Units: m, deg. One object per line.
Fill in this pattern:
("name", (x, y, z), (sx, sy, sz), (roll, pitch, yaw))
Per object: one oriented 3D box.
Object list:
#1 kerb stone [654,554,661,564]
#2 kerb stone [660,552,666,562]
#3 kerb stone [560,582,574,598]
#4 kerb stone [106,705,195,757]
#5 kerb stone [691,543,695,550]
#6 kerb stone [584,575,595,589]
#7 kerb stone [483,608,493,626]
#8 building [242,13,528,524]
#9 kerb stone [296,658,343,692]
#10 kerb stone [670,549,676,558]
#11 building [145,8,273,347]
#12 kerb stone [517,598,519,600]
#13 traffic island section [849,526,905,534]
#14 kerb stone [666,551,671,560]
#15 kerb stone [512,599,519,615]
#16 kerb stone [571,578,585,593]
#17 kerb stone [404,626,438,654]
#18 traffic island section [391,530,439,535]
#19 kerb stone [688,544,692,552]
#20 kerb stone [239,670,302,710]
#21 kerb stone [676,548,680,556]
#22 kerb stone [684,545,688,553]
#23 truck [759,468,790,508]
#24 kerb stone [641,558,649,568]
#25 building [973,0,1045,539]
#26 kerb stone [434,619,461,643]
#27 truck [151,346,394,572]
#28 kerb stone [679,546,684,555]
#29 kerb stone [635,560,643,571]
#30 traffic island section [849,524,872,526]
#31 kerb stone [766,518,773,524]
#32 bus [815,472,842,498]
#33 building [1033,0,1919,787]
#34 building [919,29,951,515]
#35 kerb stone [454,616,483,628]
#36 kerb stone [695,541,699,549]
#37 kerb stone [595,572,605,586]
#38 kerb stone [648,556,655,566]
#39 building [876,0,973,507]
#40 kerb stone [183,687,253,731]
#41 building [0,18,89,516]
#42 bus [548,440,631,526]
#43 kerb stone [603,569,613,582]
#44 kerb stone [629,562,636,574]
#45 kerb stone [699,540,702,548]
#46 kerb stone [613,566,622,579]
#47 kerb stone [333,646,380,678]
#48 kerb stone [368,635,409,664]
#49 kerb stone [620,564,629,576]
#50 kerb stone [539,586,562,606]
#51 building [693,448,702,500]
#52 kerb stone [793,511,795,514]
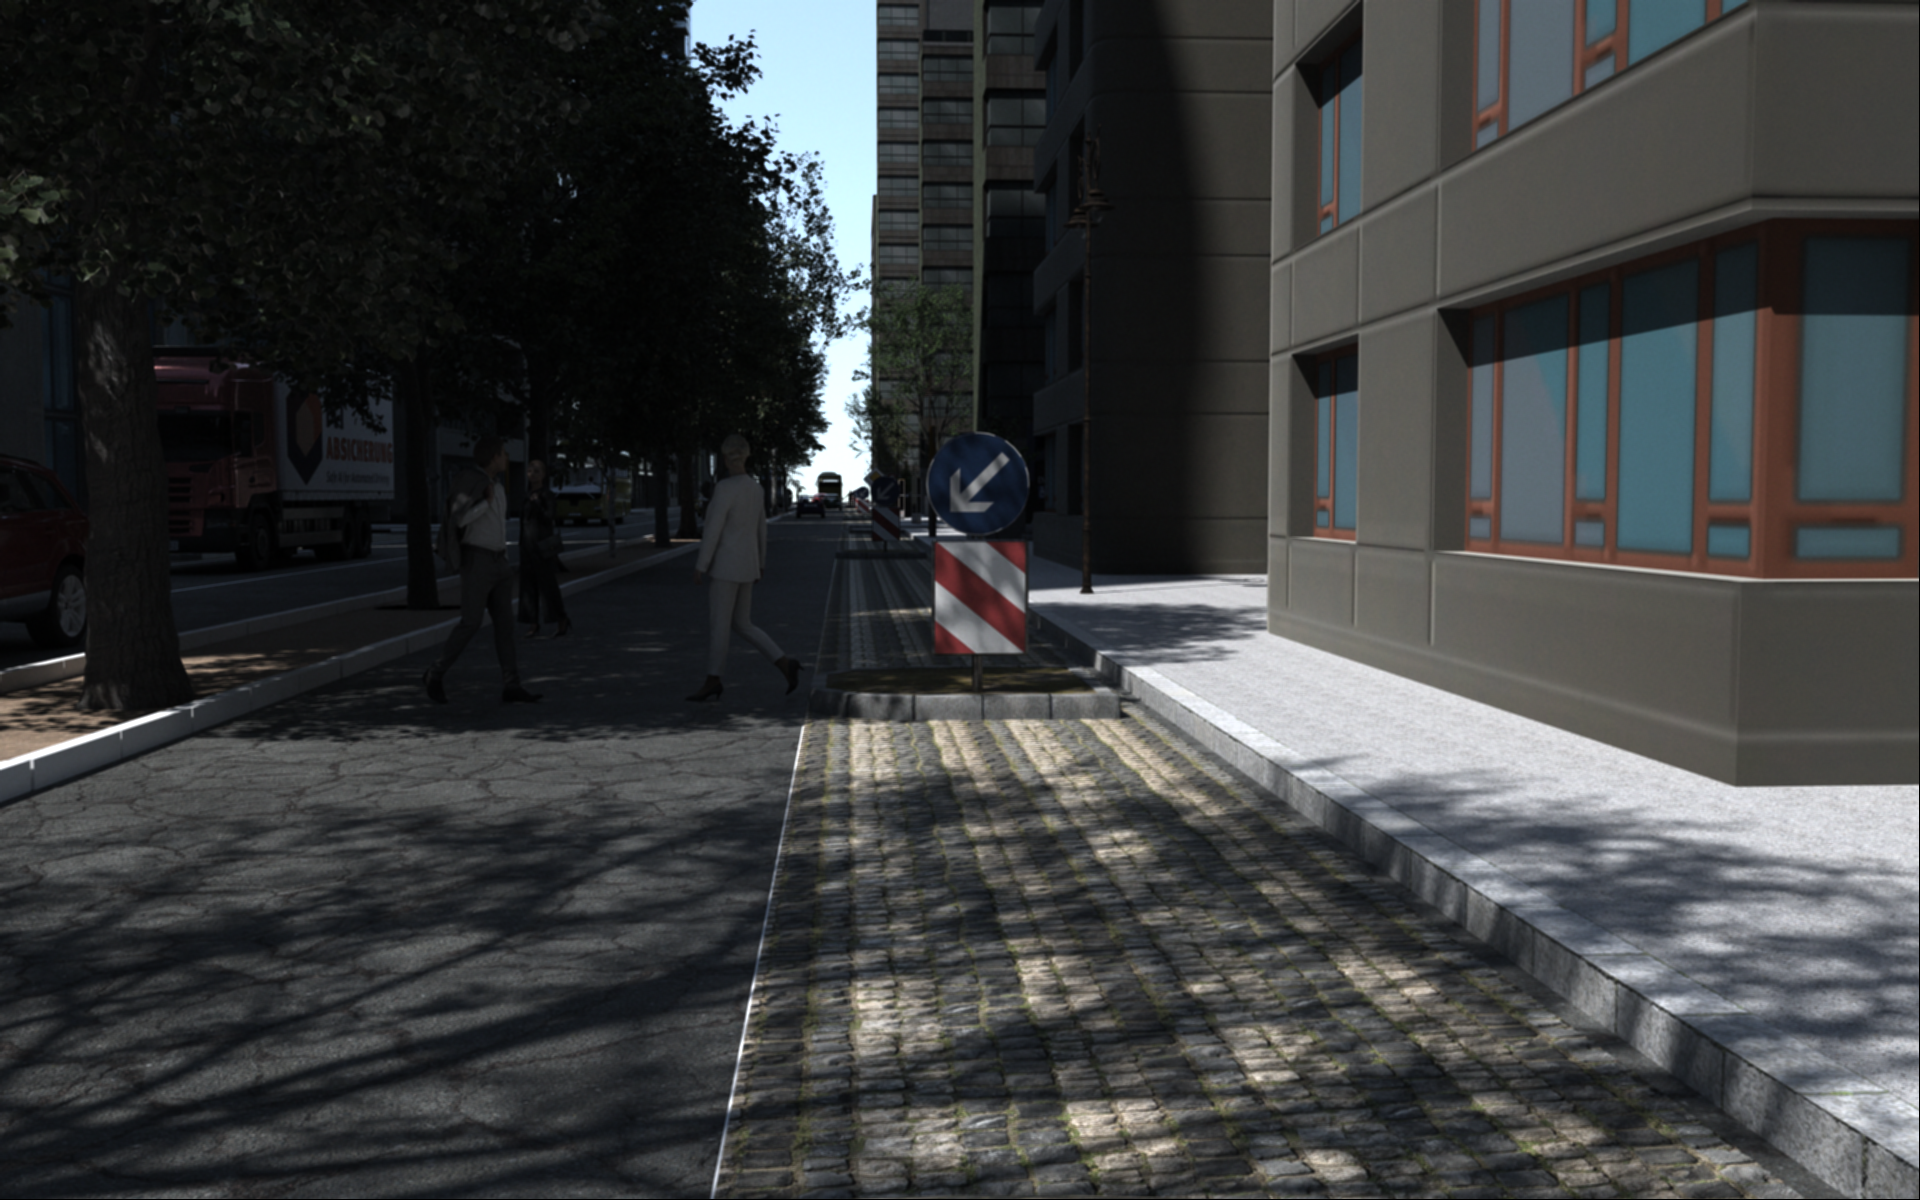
("kerb stone", (-6.296, -0.805, 35.455), (0.120, 0.150, 1.000), (0, 4, -4))
("kerb stone", (-6.354, -0.873, 36.476), (0.120, 0.150, 1.000), (0, 4, -4))
("kerb stone", (-5.562, -0.116, 24.191), (0.120, 0.150, 1.000), (0, 4, -4))
("kerb stone", (-4.636, 0.753, 9.887), (0.120, 0.150, 1.000), (0, 4, -4))
("kerb stone", (-6.834, -1.311, 43.632), (0.120, 0.150, 1.000), (0, 4, -4))
("kerb stone", (-5.699, -0.247, 26.240), (0.120, 0.150, 1.000), (0, 4, -4))
("kerb stone", (-5.238, 0.192, 19.076), (0.120, 0.150, 1.000), (0, 4, -4))
("building", (-33.393, -28.002, 81.534), (21.300, 48.544, 21.600), (0, 4, -4))
("kerb stone", (-4.842, 0.575, 12.956), (0.120, 0.150, 1.000), (0, 4, -4))
("kerb stone", (-6.493, -0.999, 38.523), (0.120, 0.150, 1.000), (0, 4, -4))
("building", (-37.032, -30.319, 115.319), (23.786, 49.044, 30.456), (0, 4, -4))
("kerb stone", (-5.369, 0.066, 21.118), (0.120, 0.150, 1.000), (0, 4, -4))
("traffic island section", (-3.051, -2.516, 63.411), (2.009, 0.180, 2.903), (0, 4, -4))
("kerb stone", (-6.429, -0.932, 37.502), (0.120, 0.150, 1.000), (0, 4, -4))
("kerb stone", (-5.299, 0.128, 20.098), (0.120, 0.150, 1.000), (0, 4, -4))
("kerb stone", (-5.636, -0.185, 25.218), (0.120, 0.150, 1.000), (0, 4, -4))
("kerb stone", (-5.034, 0.378, 16.016), (0.120, 0.150, 1.000), (0, 4, -4))
("traffic island section", (-19.109, -2.453, 62.380), (2.009, 0.180, 2.903), (0, 4, -4))
("kerb stone", (-6.755, -1.249, 42.612), (0.120, 0.150, 1.000), (0, 4, -4))
("kerb stone", (-4.773, 0.628, 11.935), (0.120, 0.150, 1.000), (0, 4, -4))
("kerb stone", (-6.556, -1.058, 39.545), (0.120, 0.150, 1.000), (0, 4, -4))
("kerb stone", (-6.696, -1.180, 41.590), (0.120, 0.150, 1.000), (0, 4, -4))
("truck", (-19.932, -12.051, 186.791), (2.967, 4.110, 18.799), (0, 4, -3))
("kerb stone", (-6.165, -0.681, 33.411), (0.120, 0.150, 1.000), (0, 4, -4))
("building", (7.280, -17.351, 55.390), (14.160, 30.474, 14.107), (0, 4, -4))
("kerb stone", (-5.099, 0.321, 17.036), (0.120, 0.150, 1.000), (0, 4, -4))
("truck", (-14.202, -2.825, 35.111), (2.839, 4.237, 11.283), (0, 4, -3))
("kerb stone", (-6.623, -1.118, 40.566), (0.120, 0.150, 1.000), (0, 4, -4))
("kerb stone", (-6.098, -0.620, 32.391), (0.120, 0.150, 1.000), (0, 4, -4))
("traffic island section", (-3.567, -3.003, 71.379), (2.009, 0.180, 2.903), (0, 4, -4))
("kerb stone", (-9.709, -4.024, 88.162), (0.120, 0.150, 1.000), (0, 4, -4))
("bus", (-14.588, -12.309, 192.798), (2.896, 3.916, 12.252), (0, 4, -5))
("building", (16.262, -10.836, 22.212), (27.650, 21.520, 28.899), (0, 4, -4))
("building", (4.282, -20.826, 112.207), (14.160, 30.474, 14.107), (0, 4, -4))
("kerb stone", (-5.167, 0.253, 18.056), (0.120, 0.150, 1.000), (0, 4, -4))
("kerb stone", (-6.892, -1.374, 44.652), (0.120, 0.150, 1.000), (0, 4, -4))
("kerb stone", (-5.760, -0.305, 27.268), (0.120, 0.150, 1.000), (0, 4, -4))
("kerb stone", (-6.231, -0.744, 34.431), (0.120, 0.150, 1.000), (0, 4, -4))
("building", (0.398, -27.757, 137.414), (14.154, 41.232, 14.086), (0, 4, -4))
("kerb stone", (-4.705, 0.693, 10.914), (0.120, 0.150, 1.000), (0, 4, -4))
("building", (-36.699, -26.181, 47.663), (30.456, 49.044, 23.786), (0, 4, -4))
("bus", (-17.173, -5.443, 80.539), (2.896, 3.916, 12.252), (0, 4, -5))
("kerb stone", (-5.832, -0.373, 28.288), (0.120, 0.150, 1.000), (0, 4, -4))
("kerb stone", (-6.028, -0.561, 31.365), (0.120, 0.150, 1.000), (0, 4, -4))
("kerb stone", (-6.956, -1.430, 45.678), (0.120, 0.150, 1.000), (0, 4, -4))
("kerb stone", (-5.898, -0.436, 29.318), (0.120, 0.150, 1.000), (0, 4, -4))
("kerb stone", (-4.900, 0.507, 13.976), (0.120, 0.150, 1.000), (0, 4, -4))
("kerb stone", (-4.981, 0.442, 14.995), (0.120, 0.150, 1.000), (0, 4, -4))
("kerb stone", (-5.961, -0.497, 30.338), (0.120, 0.150, 1.000), (0, 4, -4))
("kerb stone", (-5.507, -0.059, 23.166), (0.120, 0.150, 1.000), (0, 4, -4))
("building", (-39.310, -32.285, 211.448), (14.154, 41.232, 14.086), (0, 4, -4))
("kerb stone", (-11.896, -6.097, 121.920), (0.120, 0.150, 1.000), (0, 4, -4))
